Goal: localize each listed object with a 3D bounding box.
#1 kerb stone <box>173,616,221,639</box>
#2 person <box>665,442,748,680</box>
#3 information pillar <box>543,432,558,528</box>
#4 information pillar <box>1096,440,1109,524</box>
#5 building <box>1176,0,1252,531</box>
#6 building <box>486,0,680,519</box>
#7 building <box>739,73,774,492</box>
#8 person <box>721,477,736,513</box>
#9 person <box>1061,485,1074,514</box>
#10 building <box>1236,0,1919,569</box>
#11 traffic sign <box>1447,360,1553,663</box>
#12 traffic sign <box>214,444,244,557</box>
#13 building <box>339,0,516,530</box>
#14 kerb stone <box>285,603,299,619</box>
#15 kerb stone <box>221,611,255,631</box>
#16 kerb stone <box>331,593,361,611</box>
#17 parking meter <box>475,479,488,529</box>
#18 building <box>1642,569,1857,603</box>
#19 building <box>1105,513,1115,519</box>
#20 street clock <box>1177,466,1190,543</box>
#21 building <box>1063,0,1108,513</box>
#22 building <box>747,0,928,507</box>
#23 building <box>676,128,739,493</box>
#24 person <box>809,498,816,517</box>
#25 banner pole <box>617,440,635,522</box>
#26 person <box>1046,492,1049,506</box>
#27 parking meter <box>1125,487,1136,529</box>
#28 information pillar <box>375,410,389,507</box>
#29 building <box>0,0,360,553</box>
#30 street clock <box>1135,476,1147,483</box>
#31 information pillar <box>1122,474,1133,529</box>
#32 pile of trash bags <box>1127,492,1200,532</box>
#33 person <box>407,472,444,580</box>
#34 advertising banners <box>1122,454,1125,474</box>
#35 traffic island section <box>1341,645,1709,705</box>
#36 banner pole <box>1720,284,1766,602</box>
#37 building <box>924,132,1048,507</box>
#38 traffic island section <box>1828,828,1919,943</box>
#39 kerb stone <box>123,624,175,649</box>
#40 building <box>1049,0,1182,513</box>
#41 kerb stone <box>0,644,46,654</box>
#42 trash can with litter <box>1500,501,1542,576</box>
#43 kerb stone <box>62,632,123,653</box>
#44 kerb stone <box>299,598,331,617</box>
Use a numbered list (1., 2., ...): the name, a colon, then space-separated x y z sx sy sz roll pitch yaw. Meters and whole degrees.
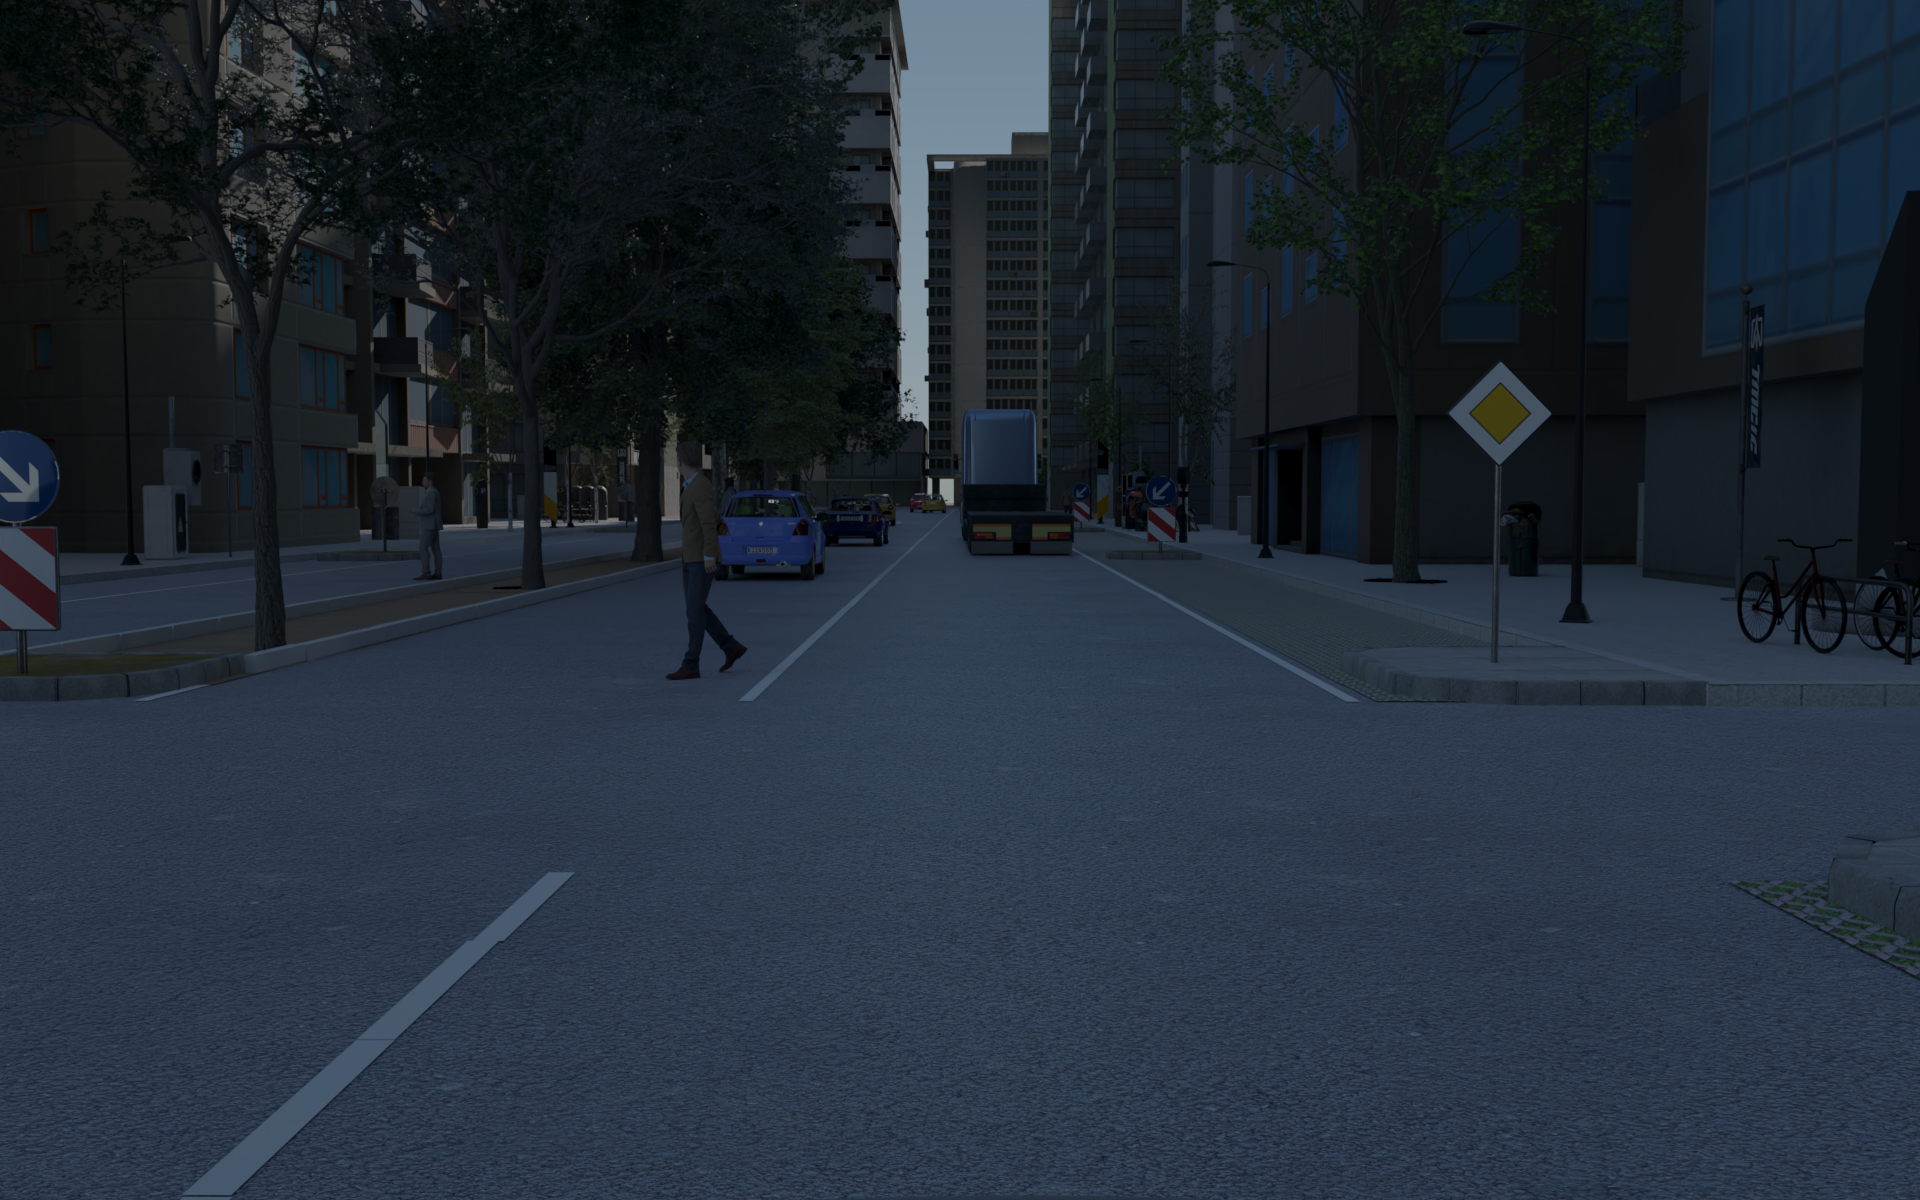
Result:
1. kerb stone: -7.735 0.293 17.412 0.120 0.150 1.000 0 4 0
2. person: -2.040 -0.320 13.640 0.656 1.842 0.836 3 5 43
3. information pillar: -15.428 -4.522 65.289 0.504 3.616 0.183 -1 4 -14
4. information pillar: 6.133 -5.084 74.484 0.504 3.616 0.183 0 3 0
5. building: 20.039 -32.482 73.082 21.231 58.520 28.212 0 4 0
6. building: -23.810 -25.194 95.516 14.154 41.232 14.086 0 4 0
7. building: -28.380 -27.871 147.573 23.993 40.220 32.217 0 4 0
8. person: -4.935 -1.743 37.265 0.793 1.790 0.793 -3 5 -41
9. person: 5.107 -4.471 81.514 0.656 1.842 0.836 0 4 -3
10. building: 14.038 -23.648 36.755 14.600 45.320 14.200 0 4 0
11. traffic sign: 4.063 -0.579 13.112 0.795 2.450 0.064 0 4 0
12. traffic sign: -14.809 -2.017 35.100 0.606 2.300 0.079 0 4 2
13. building: -30.611 -25.258 67.588 22.147 44.769 28.867 0 4 0
14. kerb stone: -7.716 0.169 19.466 0.120 0.150 1.000 0 4 0
15. kerb stone: -7.722 0.230 18.441 0.120 0.150 1.000 0 4 0
16. kerb stone: -7.709 0.042 21.512 0.120 0.150 1.000 0 4 0
17. parking meter: -17.817 -3.596 64.512 0.399 1.863 0.255 -3 5 -40
18. building: 17.172 -22.512 18.182 14.200 45.320 14.600 0 4 0
19. building: 15.057 -25.232 96.143 14.154 41.232 14.086 0 4 0
20. street clock: 5.870 -2.504 45.505 0.358 2.002 0.471 1 4 23
21. building: 19.423 -30.496 118.212 23.786 49.044 30.456 0 4 0
22. building: -17.513 -36.453 185.251 27.495 52.752 28.713 0 4 0
23. building: -22.068 -20.686 109.916 14.160 30.474 14.107 0 4 0
24. person: -4.574 -2.422 52.372 0.425 1.301 0.394 -2 4 -33
25. banner pole: -15.500 -5.520 80.267 0.863 3.779 0.401 0 4 -3
26. person: 4.168 -4.709 85.333 0.795 1.843 0.661 3 4 36
27. parking meter: 6.231 -3.359 63.324 0.372 1.533 0.369 0 3 0
28. information pillar: -16.118 -3.484 48.311 0.504 3.616 0.183 3 5 39
29. building: -30.004 -11.403 31.479 27.650 21.520 28.899 0 4 0
30. street clock: 7.234 -3.958 69.276 0.358 2.002 0.471 3 5 41
31. information pillar: 6.196 -3.643 64.055 0.304 2.012 0.304 -2 4 -35
32. pile of trash bags: 6.777 -3.069 59.931 1.912 1.369 3.447 -2 4 -25
33. person: -8.935 -1.239 28.961 0.583 1.804 0.606 -1 4 -12
34. advertising banners: 7.402 -4.935 76.876 0.090 3.025 2.074 1 4 18
35. traffic island section: 4.087 0.556 13.189 2.009 0.180 2.903 0 4 0
36. banner pole: 9.348 -1.865 20.516 0.401 3.779 0.863 0 4 6
37. building: 8.249 -30.375 188.508 23.993 40.220 32.217 0 4 0
38. traffic island section: 4.037 1.044 5.204 2.009 0.180 2.903 0 4 0
39. kerb stone: -7.738 0.359 16.376 0.120 0.150 1.000 0 4 0
40. building: 14.090 -27.958 140.713 14.154 41.232 14.086 0 4 0
41. kerb stone: -7.752 0.482 14.322 0.120 0.150 1.000 0 4 0
42. trash can with litter: 8.827 -0.968 27.221 0.624 1.170 1.055 1 4 21
43. kerb stone: -7.751 0.419 15.350 0.120 0.150 1.000 0 4 0
44. kerb stone: -7.717 0.104 20.490 0.120 0.150 1.000 0 4 0
